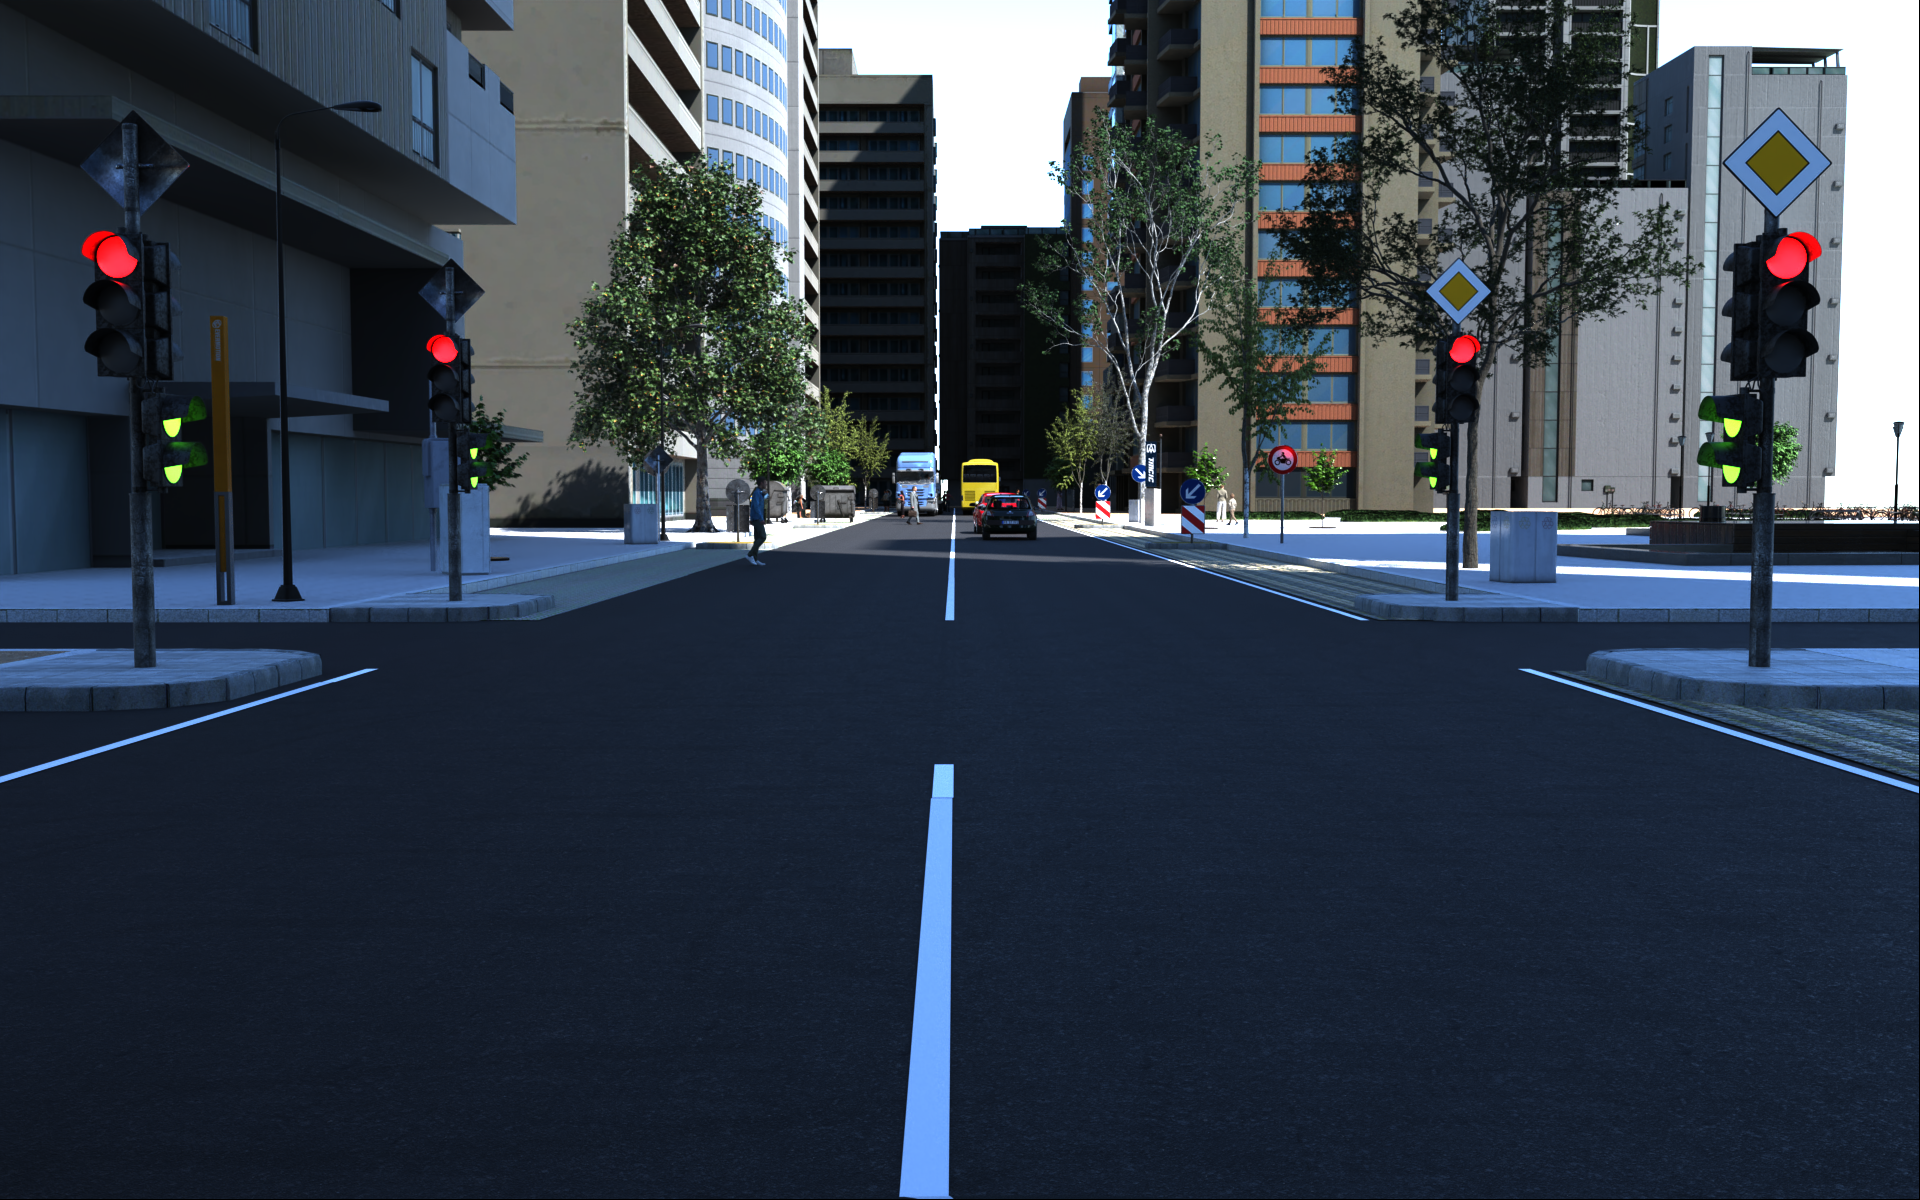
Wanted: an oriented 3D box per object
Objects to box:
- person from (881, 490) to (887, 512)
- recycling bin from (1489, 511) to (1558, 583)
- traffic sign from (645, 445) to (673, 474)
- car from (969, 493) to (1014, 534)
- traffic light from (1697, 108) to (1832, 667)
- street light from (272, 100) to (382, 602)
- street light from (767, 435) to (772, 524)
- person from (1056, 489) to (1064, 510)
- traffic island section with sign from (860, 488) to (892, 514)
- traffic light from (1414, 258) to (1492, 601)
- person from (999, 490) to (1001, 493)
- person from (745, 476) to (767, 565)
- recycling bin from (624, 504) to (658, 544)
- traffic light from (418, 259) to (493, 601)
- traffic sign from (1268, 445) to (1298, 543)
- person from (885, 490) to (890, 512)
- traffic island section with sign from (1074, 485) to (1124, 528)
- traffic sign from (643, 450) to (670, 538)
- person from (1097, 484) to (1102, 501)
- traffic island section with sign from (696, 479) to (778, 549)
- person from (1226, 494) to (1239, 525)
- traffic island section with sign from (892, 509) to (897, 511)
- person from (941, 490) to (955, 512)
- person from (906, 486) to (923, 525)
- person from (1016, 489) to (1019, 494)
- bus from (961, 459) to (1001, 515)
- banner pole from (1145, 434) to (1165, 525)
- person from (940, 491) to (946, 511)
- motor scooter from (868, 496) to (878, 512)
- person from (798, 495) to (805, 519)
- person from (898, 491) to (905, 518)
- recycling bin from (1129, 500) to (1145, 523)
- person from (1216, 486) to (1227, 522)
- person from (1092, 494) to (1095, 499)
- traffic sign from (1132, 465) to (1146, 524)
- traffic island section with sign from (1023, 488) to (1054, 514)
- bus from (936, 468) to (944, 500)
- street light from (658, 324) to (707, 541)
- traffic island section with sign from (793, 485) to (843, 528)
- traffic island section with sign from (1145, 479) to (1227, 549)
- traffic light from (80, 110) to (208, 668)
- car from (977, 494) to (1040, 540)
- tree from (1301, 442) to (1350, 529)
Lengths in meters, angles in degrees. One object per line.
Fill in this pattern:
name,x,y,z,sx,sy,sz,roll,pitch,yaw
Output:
person,-5.947,-7.752,136.036,0.721,1.735,1.217,-1,4,-22
recycling bin,8.219,-0.778,25.273,0.722,1.027,0.722,-1,4,-10
traffic sign,-8.125,-2.871,46.672,0.795,2.593,0.064,0,4,5
car,1.433,-3.347,63.757,2.155,1.783,4.494,0,4,-1
traffic light,5.933,-1.459,12.780,0.839,4.253,0.868,0,4,0
street light,-7.522,-2.940,20.603,1.470,5.913,1.316,0,4,0
street light,-7.625,-6.188,73.711,1.470,5.913,1.316,0,4,0
person,8.099,-8.166,140.225,0.621,1.740,0.551,1,4,10
traffic island section with sign,-6.049,-6.971,122.610,1.989,1.847,2.006,0,4,0
traffic light,5.910,-1.948,20.765,0.839,4.253,0.868,0,4,0
person,3.665,-9.293,160.447,1.348,1.824,0.705,0,4,-4
person,-4.075,-1.579,34.654,0.444,1.785,0.601,0,4,-2
recycling bin,-8.203,-1.955,44.523,0.722,1.027,0.722,-2,4,-26
traffic light,-6.051,-1.945,20.716,0.839,4.253,0.868,0,4,0
traffic sign,8.374,-2.744,44.978,0.768,2.556,0.104,1,4,8
person,-5.653,-7.628,134.007,0.721,1.735,1.217,0,4,5
traffic island section with sign,5.811,-3.912,72.581,1.989,1.847,2.006,0,4,0
traffic sign,-8.663,-3.019,49.473,0.768,2.556,0.104,0,4,1
person,7.344,-5.183,90.794,0.388,1.821,0.555,-1,4,-21
traffic island section with sign,-5.828,-2.259,45.566,1.989,1.847,2.006,0,4,0
person,11.169,-3.717,71.095,0.640,1.303,0.475,2,4,35
traffic island section with sign,-6.134,-8.620,149.565,1.989,1.847,2.006,0,4,0
person,-0.965,-7.988,139.828,1.217,1.743,0.721,1,4,22
person,-2.123,-4.442,81.230,0.767,1.812,0.694,1,4,17
person,3.864,-6.381,113.543,0.721,1.735,1.217,1,4,18
bus,1.430,-7.919,121.020,2.896,3.916,12.252,0,4,1
banner pole,8.126,-5.028,72.232,0.863,3.779,0.401,0,4,3
person,-1.381,-8.355,145.932,0.721,1.723,1.217,2,4,25
motor scooter,-6.686,-7.374,133.343,0.815,1.314,1.986,0,4,-2
person,-8.310,-4.907,90.947,0.373,1.253,0.362,0,4,1
person,-3.478,-5.683,102.882,0.415,1.643,0.593,-3,4,-38
recycling bin,8.117,-4.025,78.369,0.722,1.027,0.722,-2,4,-35
person,11.954,-4.436,79.125,0.519,1.759,0.362,0,4,5
person,9.708,-6.937,119.990,1.217,1.766,0.721,-1,4,-16
traffic sign,7.801,-4.575,74.905,0.768,2.556,0.104,1,4,8
traffic island section with sign,5.672,-6.986,122.846,1.989,1.847,2.006,0,4,0
bus,-2.980,-10.139,157.313,2.896,3.916,12.252,0,4,-1
street light,-7.608,-4.579,47.407,1.470,5.913,1.316,0,4,0
traffic island section with sign,-5.909,-3.908,72.521,1.989,1.847,2.006,0,4,0
traffic island section with sign,5.900,-2.254,45.478,1.989,1.847,2.006,0,4,0
traffic light,-6.028,-1.456,12.731,0.839,4.253,0.868,0,4,0
car,1.563,-2.793,55.450,2.009,1.686,4.222,0,4,0
tree,13.518,-4.294,64.800,1.663,3.219,1.824,0,3,0
